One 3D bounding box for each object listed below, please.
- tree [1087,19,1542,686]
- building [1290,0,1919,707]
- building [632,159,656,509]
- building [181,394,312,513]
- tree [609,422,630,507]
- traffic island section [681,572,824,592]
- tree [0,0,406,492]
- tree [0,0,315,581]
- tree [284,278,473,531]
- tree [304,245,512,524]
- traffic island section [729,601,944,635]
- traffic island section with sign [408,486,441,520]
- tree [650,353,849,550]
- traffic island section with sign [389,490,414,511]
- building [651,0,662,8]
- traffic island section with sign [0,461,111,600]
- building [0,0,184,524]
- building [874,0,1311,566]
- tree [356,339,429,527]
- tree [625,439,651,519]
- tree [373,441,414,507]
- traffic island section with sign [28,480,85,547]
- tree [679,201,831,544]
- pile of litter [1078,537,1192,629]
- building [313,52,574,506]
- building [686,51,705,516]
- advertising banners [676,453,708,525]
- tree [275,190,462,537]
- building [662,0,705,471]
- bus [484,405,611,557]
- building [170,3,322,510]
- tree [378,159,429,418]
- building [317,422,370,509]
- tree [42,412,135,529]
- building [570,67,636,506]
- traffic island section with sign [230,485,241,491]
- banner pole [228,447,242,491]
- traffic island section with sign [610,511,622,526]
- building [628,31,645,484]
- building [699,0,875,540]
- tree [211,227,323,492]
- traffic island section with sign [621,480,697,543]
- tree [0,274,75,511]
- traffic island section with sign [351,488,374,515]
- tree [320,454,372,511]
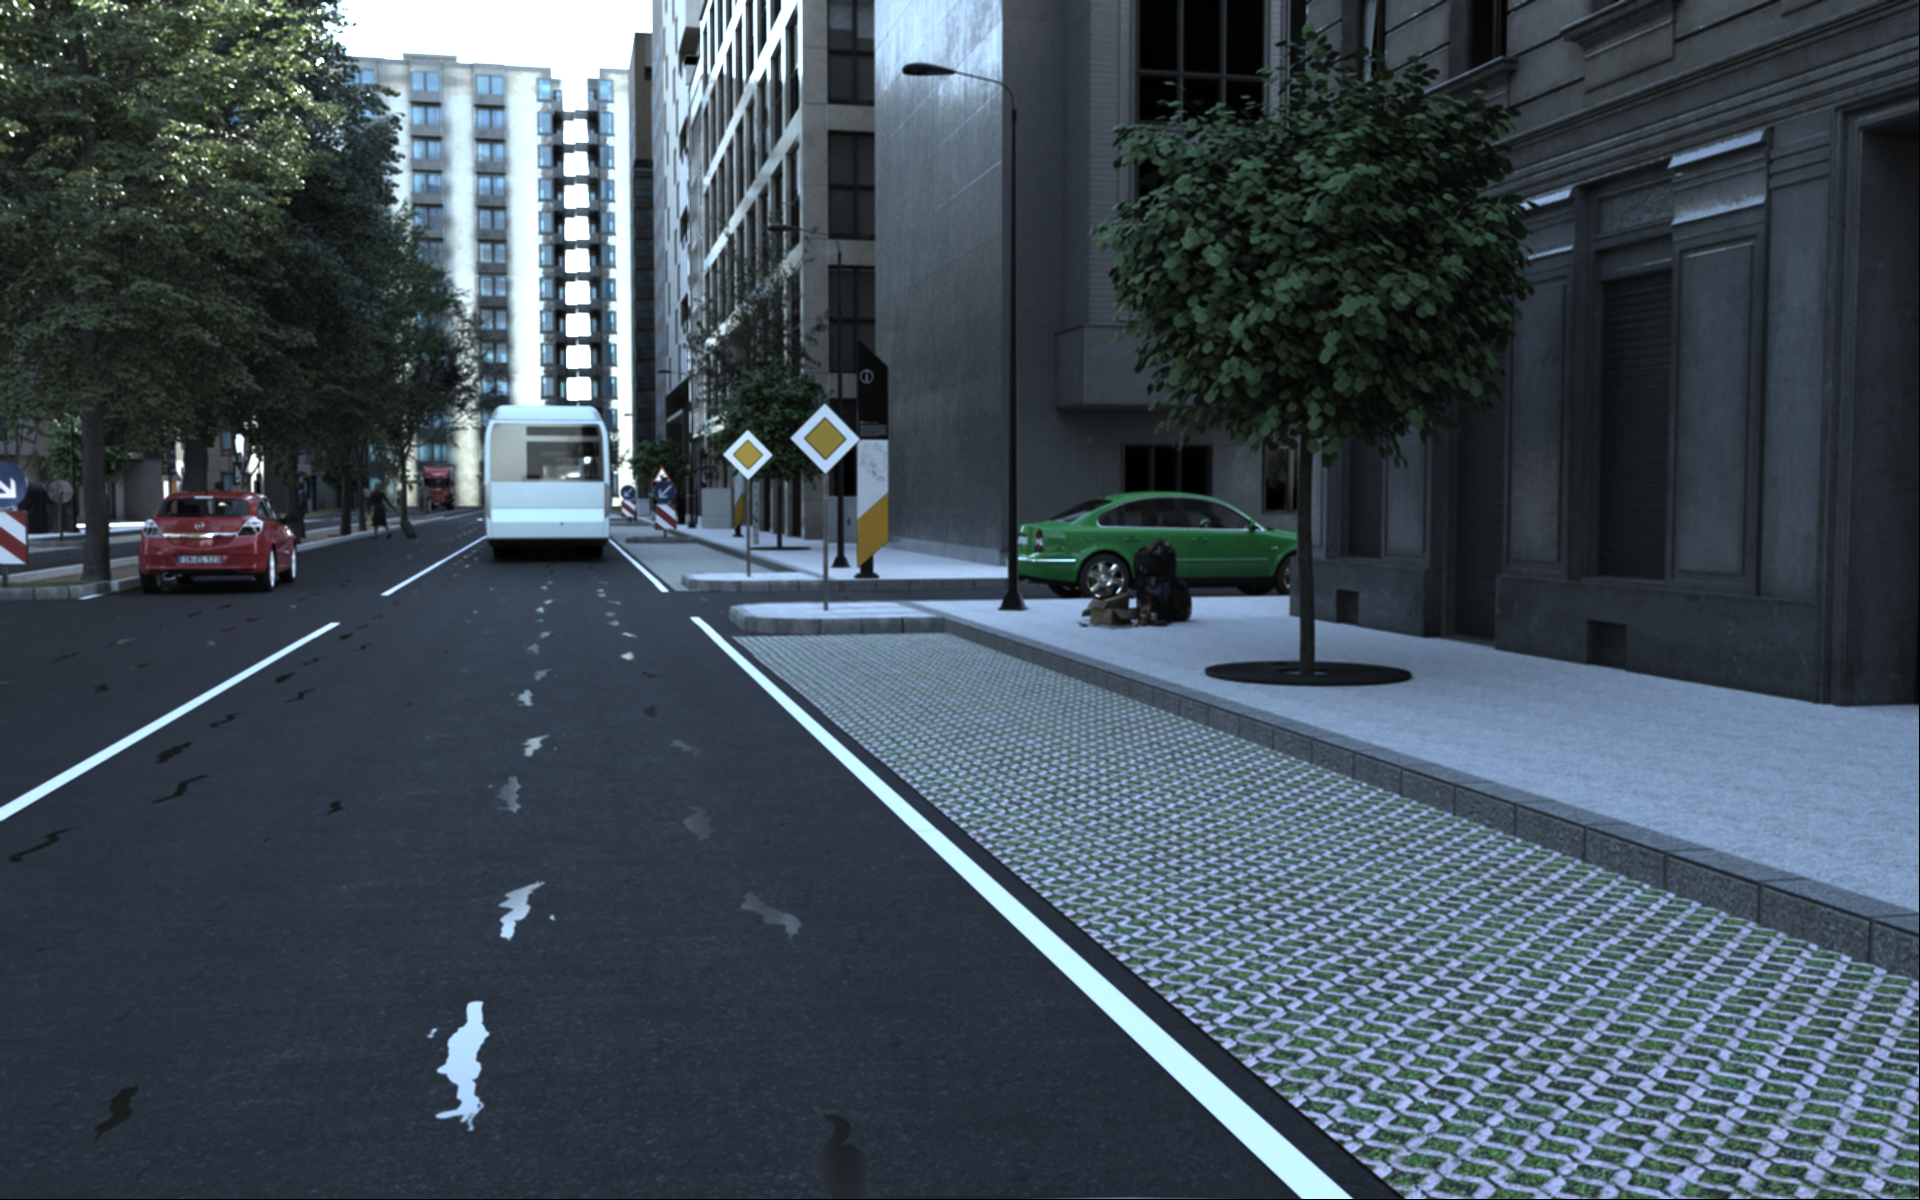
[{"bbox_3d":[2.515,-1.742,12.198,4.285,4.588,4.351,0,3,0],"label":"tree"},{"bbox_3d":[10.053,-9.840,10.040,9.793,20.994,18.267,-1,4,-13],"label":"building"},{"bbox_3d":[-21.865,-23.349,153.463,14.160,30.474,14.107,-1,4,-13],"label":"building"},{"bbox_3d":[-56.934,-16.020,106.965,27.650,21.520,28.899,-1,4,-13],"label":"building"},{"bbox_3d":[-35.609,-13.821,176.331,4.360,8.622,3.978,0,3,0],"label":"tree"},{"bbox_3d":[-3.260,-0.283,26.909,2.009,0.180,2.903,-1,4,-13],"label":"traffic island section"},{"bbox_3d":[-16.003,-7.750,35.831,9.857,13.997,8.962,0,3,0],"label":"tree"},{"bbox_3d":[-13.490,-6.489,26.679,7.486,12.596,7.792,0,3,0],"label":"tree"},{"bbox_3d":[-23.019,-7.936,66.616,8.767,10.594,7.601,-1,4,-13],"label":"tree"},{"bbox_3d":[-26.617,-10.386,82.633,12.009,13.543,11.850,0,3,0],"label":"tree"},{"bbox_3d":[-1.461,0.193,19.129,2.009,0.180,2.903,-1,4,-13],"label":"traffic island section"},{"bbox_3d":[-30.147,-5.465,97.483,2.006,1.907,1.989,-1,4,-13],"label":"traffic island section with sign"},{"bbox_3d":[-4.141,-3.452,40.154,4.285,4.588,4.351,0,3,0],"label":"tree"},{"bbox_3d":[-48.334,-8.638,149.853,1.989,1.847,2.006,-1,4,-13],"label":"traffic island section with sign"},{"bbox_3d":[-17.308,-29.936,139.561,14.600,45.320,14.200,-1,4,-13],"label":"building"},{"bbox_3d":[-13.215,-0.987,24.270,2.006,1.907,1.989,-1,4,-13],"label":"traffic island section with sign"},{"bbox_3d":[-42.954,-18.558,75.130,14.160,30.474,14.107,-1,4,-13],"label":"building"},{"bbox_3d":[14.025,-13.422,38.522,30.058,24.678,14.314,-1,4,-13],"label":"building"},{"bbox_3d":[-24.653,-7.394,73.717,4.737,8.622,4.395,0,3,0],"label":"tree"},{"bbox_3d":[-15.597,-6.494,89.897,4.285,4.588,4.351,0,3,0],"label":"tree"},{"bbox_3d":[-56.110,-13.535,171.662,4.360,8.622,3.978,0,3,0],"label":"tree"},{"bbox_3d":[-24.617,-2.362,47.247,1.989,1.847,2.006,-1,4,-13],"label":"traffic island section with sign"},{"bbox_3d":[-5.258,-5.741,44.233,4.360,8.622,3.978,0,3,0],"label":"tree"},{"bbox_3d":[1.700,-0.204,17.300,1.176,0.858,1.719,3,5,41],"label":"pile of litter"},{"bbox_3d":[-57.937,-34.953,191.086,30.456,49.044,23.786,-1,4,-13],"label":"building"},{"bbox_3d":[-7.644,-16.768,92.172,12.078,24.808,19.932,-1,4,-13],"label":"building"},{"bbox_3d":[-11.360,-4.734,73.592,0.090,3.025,2.074,2,4,32],"label":"advertising banners"},{"bbox_3d":[-20.615,-7.942,58.057,9.928,11.665,9.643,0,3,0],"label":"tree"},{"bbox_3d":[-6.307,-32.494,120.512,28.713,52.752,27.495,-1,4,-13],"label":"building"},{"bbox_3d":[-10.138,-2.915,42.525,2.948,3.499,13.247,-1,4,-13],"label":"bus"},{"bbox_3d":[-56.028,-29.261,128.522,14.600,45.320,14.200,-1,4,-13],"label":"building"},{"bbox_3d":[-19.189,-7.875,49.336,7.486,12.596,7.792,0,3,0],"label":"tree"},{"bbox_3d":[-69.990,-51.316,151.683,31.000,86.520,22.319,-1,4,-13],"label":"building"},{"bbox_3d":[-32.001,-4.885,63.583,4.285,4.588,4.351,0,3,0],"label":"tree"},{"bbox_3d":[-28.003,-35.303,196.808,30.456,49.044,23.786,-1,4,-13],"label":"building"},{"bbox_3d":[-30.702,-3.973,73.589,1.989,1.847,2.006,-1,4,-13],"label":"traffic island section with sign"},{"bbox_3d":[-38.682,-6.259,92.359,0.863,3.779,0.401,-1,4,-21],"label":"banner pole"},{"bbox_3d":[-15.037,-4.231,77.801,1.989,1.847,2.006,-1,4,-13],"label":"traffic island section with sign"},{"bbox_3d":[-24.513,-31.633,167.318,14.600,45.320,14.200,-1,4,-13],"label":"building"},{"bbox_3d":[1.181,-16.018,66.409,19.350,26.468,34.151,-1,4,-13],"label":"building"},{"bbox_3d":[-17.948,-5.532,43.260,4.737,8.622,4.395,0,3,0],"label":"tree"},{"bbox_3d":[-8.812,-2.584,50.877,1.989,1.847,2.006,-1,4,-13],"label":"traffic island section with sign"},{"bbox_3d":[-28.966,-6.282,53.075,4.737,8.622,4.395,0,3,0],"label":"tree"},{"bbox_3d":[-42.002,-6.964,122.485,1.989,1.847,2.006,-1,4,-13],"label":"traffic island section with sign"},{"bbox_3d":[-49.789,-9.657,141.610,4.285,4.588,4.351,0,3,0],"label":"tree"}]
